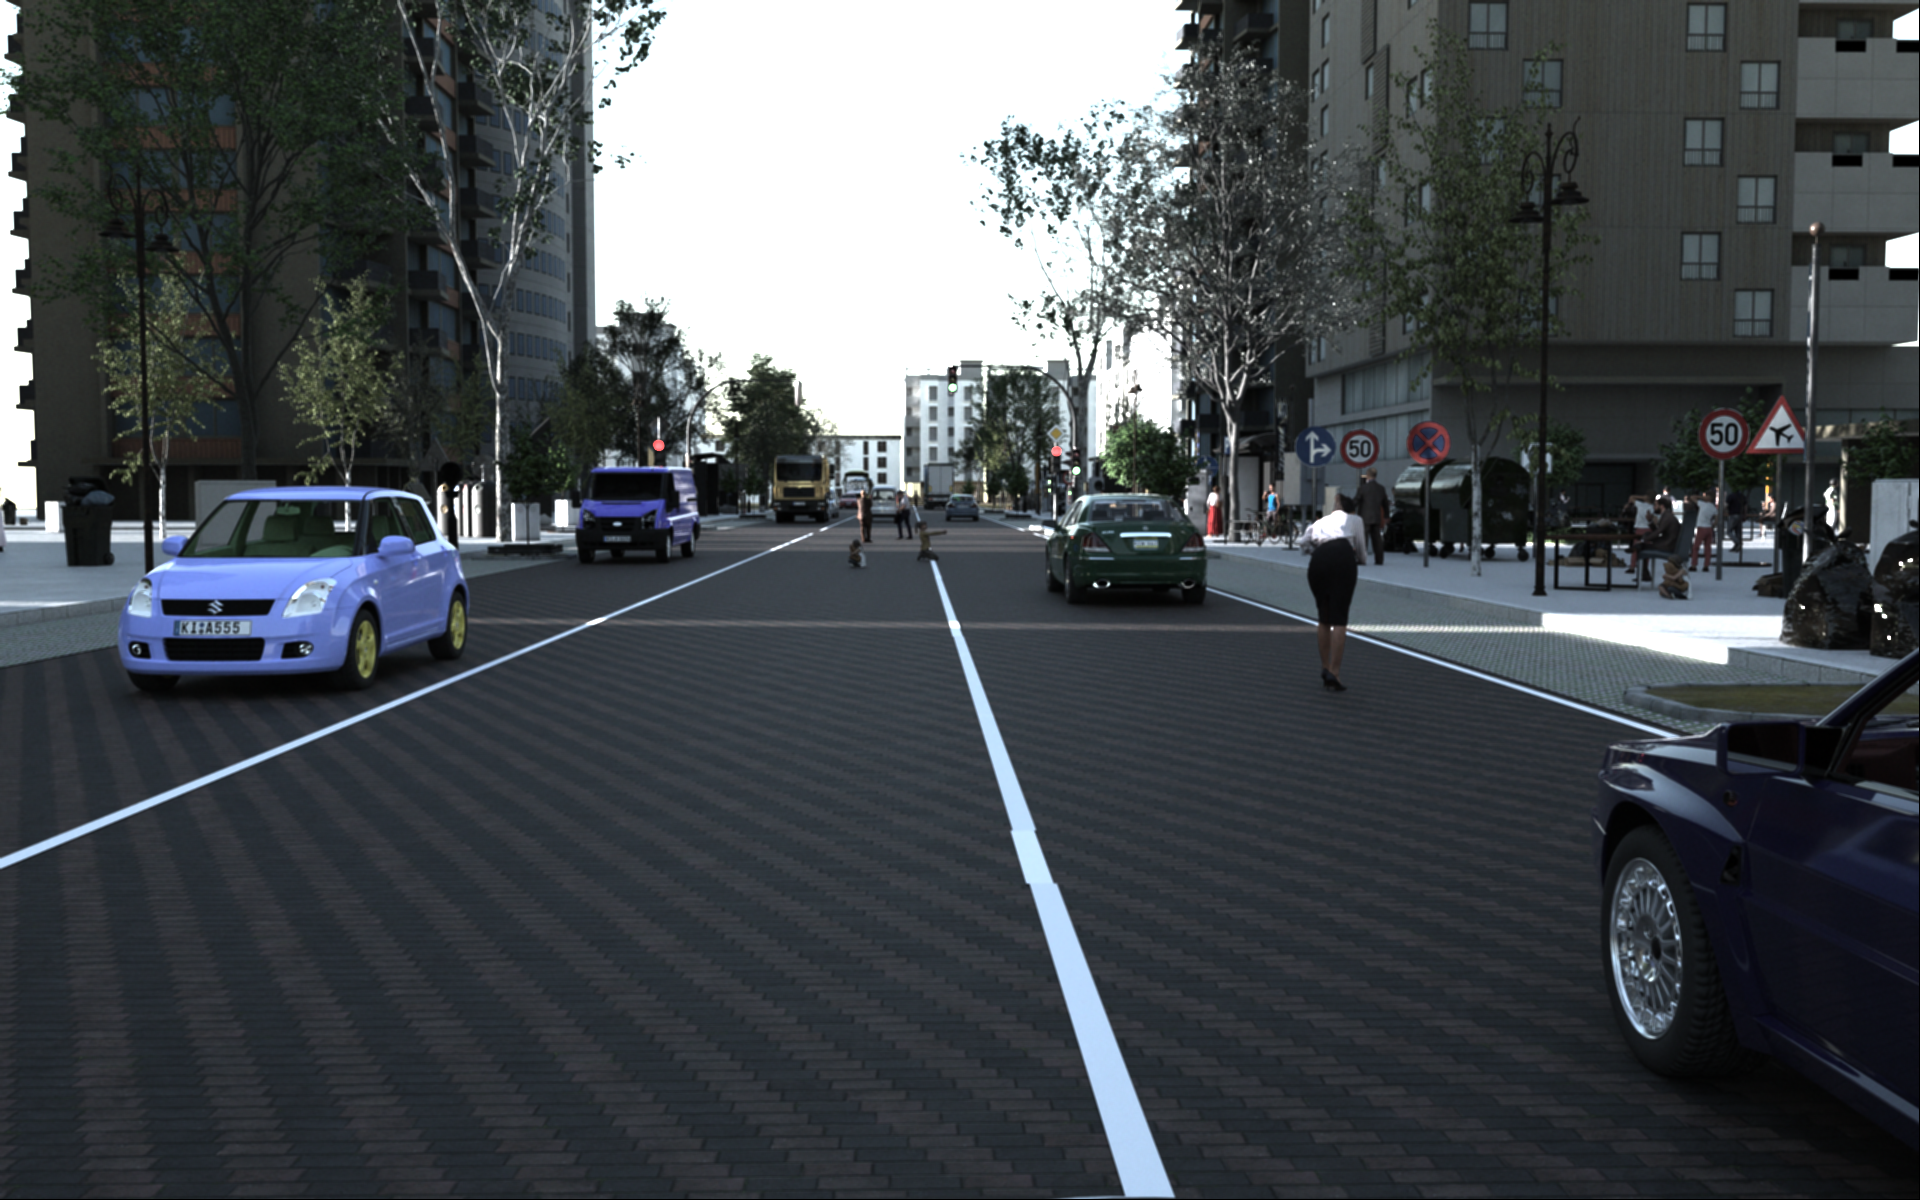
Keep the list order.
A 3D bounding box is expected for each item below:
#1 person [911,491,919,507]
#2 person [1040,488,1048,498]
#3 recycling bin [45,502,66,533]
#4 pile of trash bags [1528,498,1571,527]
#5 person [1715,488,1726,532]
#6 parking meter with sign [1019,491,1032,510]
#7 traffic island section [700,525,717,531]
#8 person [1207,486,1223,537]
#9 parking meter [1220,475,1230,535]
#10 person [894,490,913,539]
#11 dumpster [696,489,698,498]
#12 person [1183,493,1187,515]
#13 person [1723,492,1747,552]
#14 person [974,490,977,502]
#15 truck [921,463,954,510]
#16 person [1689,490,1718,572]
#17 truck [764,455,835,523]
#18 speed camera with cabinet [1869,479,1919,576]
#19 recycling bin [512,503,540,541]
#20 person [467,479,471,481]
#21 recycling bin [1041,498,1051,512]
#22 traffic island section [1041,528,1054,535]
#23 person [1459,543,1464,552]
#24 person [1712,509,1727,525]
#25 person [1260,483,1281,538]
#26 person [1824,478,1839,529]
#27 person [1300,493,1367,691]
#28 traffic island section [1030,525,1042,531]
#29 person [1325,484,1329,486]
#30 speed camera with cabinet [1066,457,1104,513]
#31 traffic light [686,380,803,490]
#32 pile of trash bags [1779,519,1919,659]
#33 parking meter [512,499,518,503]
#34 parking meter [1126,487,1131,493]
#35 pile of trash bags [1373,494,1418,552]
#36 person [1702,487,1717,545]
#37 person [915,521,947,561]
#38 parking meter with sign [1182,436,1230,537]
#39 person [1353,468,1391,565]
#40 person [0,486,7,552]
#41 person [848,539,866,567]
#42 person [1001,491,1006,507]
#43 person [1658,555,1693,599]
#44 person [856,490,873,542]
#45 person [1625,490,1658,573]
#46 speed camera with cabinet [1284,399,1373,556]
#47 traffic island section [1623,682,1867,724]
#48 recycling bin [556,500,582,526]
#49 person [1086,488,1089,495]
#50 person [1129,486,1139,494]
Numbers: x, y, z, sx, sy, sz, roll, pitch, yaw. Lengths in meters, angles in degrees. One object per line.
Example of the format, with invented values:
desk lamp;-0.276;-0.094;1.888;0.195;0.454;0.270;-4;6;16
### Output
person;-4.987;-11.371;194.422;0.705;1.823;1.348;2;4;33
person;7.538;-9.126;155.263;1.348;1.823;0.705;2;4;34
recycling bin;-30.071;-2.779;57.994;0.722;1.027;0.722;2;4;27
pile of trash bags;19.492;-3.072;59.985;1.912;1.369;3.447;-3;5;-45
person;25.857;-3.154;59.072;0.517;1.644;0.566;3;4;36
parking meter with sign;5.106;-8.643;137.571;0.543;3.016;1.738;3;5;42
traffic island section;-10.763;-2.849;68.863;2.009;0.180;2.903;0;4;-2
person;7.583;-2.630;51.512;0.523;1.526;0.387;2;4;24
parking meter;8.370;-2.969;54.259;0.399;1.863;0.255;-3;4;-37
person;-1.801;-2.705;54.940;0.590;1.554;0.614;0;4;0
dumpster;-14.330;-5.283;88.864;1.502;2.255;1.985;0;4;-2
person;7.576;-3.092;56.737;0.875;1.805;0.789;0;4;3
person;17.034;-1.827;38.128;0.569;1.553;0.471;1;4;17
person;1.981;-12.947;217.727;0.705;1.824;1.348;-1;4;-9
truck;-2.078;-10.640;162.874;2.839;4.237;11.283;0;4;-3
person;12.289;-1.147;28.705;0.435;1.345;0.340;-1;4;-17
truck;-8.036;-5.653;88.349;3.469;3.379;9.791;0;4;-3
speed camera with cabinet;11.171;-1.521;19.197;2.038;3.252;0.660;-1;4;-14
recycling bin;-12.038;-2.162;47.903;0.722;1.027;0.722;-2;4;-24
person;-17.344;-3.377;61.383;0.598;1.807;0.434;0;4;-3
recycling bin;6.176;-6.779;123.391;0.722;1.027;0.722;1;4;11
traffic island section;4.083;-2.386;61.296;2.009;0.180;2.903;0;4;-2
person;11.138;-1.772;38.206;0.799;1.438;0.628;3;5;41
person;28.280;-3.256;64.434;0.574;1.496;0.600;-2;4;-31
person;8.990;-2.587;50.207;0.647;1.594;0.662;3;5;41
person;25.130;-2.640;49.935;0.376;1.734;0.841;1;4;23
person;2.822;-0.072;12.869;0.628;1.438;0.799;-1;4;-8
traffic island section;3.853;-2.874;69.278;2.009;0.180;2.903;0;4;-2
person;16.253;-4.276;76.680;0.376;1.734;0.841;3;5;43
speed camera with cabinet;6.648;-5.983;92.159;2.038;3.252;0.660;-2;4;-23
traffic light;-8.634;-5.759;68.825;4.771;5.953;1.251;0;4;-2
pile of trash bags;8.743;-0.271;14.178;3.447;1.369;1.912;0;4;0
parking meter;-14.891;-3.165;57.463;0.399;1.863;0.255;0;4;4
parking meter;9.888;-5.832;101.066;0.255;1.863;0.399;2;4;27
pile of trash bags;9.513;-1.826;39.608;1.912;1.369;3.447;1;4;15
person;19.063;-2.269;44.053;0.541;1.710;0.530;-3;5;-40
person;-0.621;-1.283;37.394;0.695;0.859;0.347;0;4;3
parking meter with sign;7.268;-3.444;52.576;1.738;3.016;0.543;2;4;28
person;7.385;-1.515;31.363;0.990;1.755;0.434;-1;4;-22
person;-21.402;-1.929;38.253;0.551;1.740;0.621;3;5;41
person;-2.019;-0.921;34.038;0.357;0.543;0.381;0;4;0
person;4.158;-9.711;166.286;0.415;1.643;0.593;2;4;26
person;8.752;-0.285;21.173;0.357;0.543;0.381;0;4;-2
person;-2.835;-2.484;51.386;0.482;1.546;0.388;1;4;12
person;11.010;-1.102;27.973;0.435;1.345;0.340;0;4;7
speed camera with cabinet;7.776;-2.576;36.455;2.038;3.252;0.660;-2;4;-30
traffic island section;5.516;0.700;11.421;1.991;0.108;1.994;0;4;-2
recycling bin;-16.591;-3.709;73.195;0.722;1.027;0.722;2;4;26
person;11.355;-9.009;153.357;0.705;1.823;1.348;-3;5;-43
person;7.439;-4.065;73.958;0.517;1.644;0.566;1;4;19
